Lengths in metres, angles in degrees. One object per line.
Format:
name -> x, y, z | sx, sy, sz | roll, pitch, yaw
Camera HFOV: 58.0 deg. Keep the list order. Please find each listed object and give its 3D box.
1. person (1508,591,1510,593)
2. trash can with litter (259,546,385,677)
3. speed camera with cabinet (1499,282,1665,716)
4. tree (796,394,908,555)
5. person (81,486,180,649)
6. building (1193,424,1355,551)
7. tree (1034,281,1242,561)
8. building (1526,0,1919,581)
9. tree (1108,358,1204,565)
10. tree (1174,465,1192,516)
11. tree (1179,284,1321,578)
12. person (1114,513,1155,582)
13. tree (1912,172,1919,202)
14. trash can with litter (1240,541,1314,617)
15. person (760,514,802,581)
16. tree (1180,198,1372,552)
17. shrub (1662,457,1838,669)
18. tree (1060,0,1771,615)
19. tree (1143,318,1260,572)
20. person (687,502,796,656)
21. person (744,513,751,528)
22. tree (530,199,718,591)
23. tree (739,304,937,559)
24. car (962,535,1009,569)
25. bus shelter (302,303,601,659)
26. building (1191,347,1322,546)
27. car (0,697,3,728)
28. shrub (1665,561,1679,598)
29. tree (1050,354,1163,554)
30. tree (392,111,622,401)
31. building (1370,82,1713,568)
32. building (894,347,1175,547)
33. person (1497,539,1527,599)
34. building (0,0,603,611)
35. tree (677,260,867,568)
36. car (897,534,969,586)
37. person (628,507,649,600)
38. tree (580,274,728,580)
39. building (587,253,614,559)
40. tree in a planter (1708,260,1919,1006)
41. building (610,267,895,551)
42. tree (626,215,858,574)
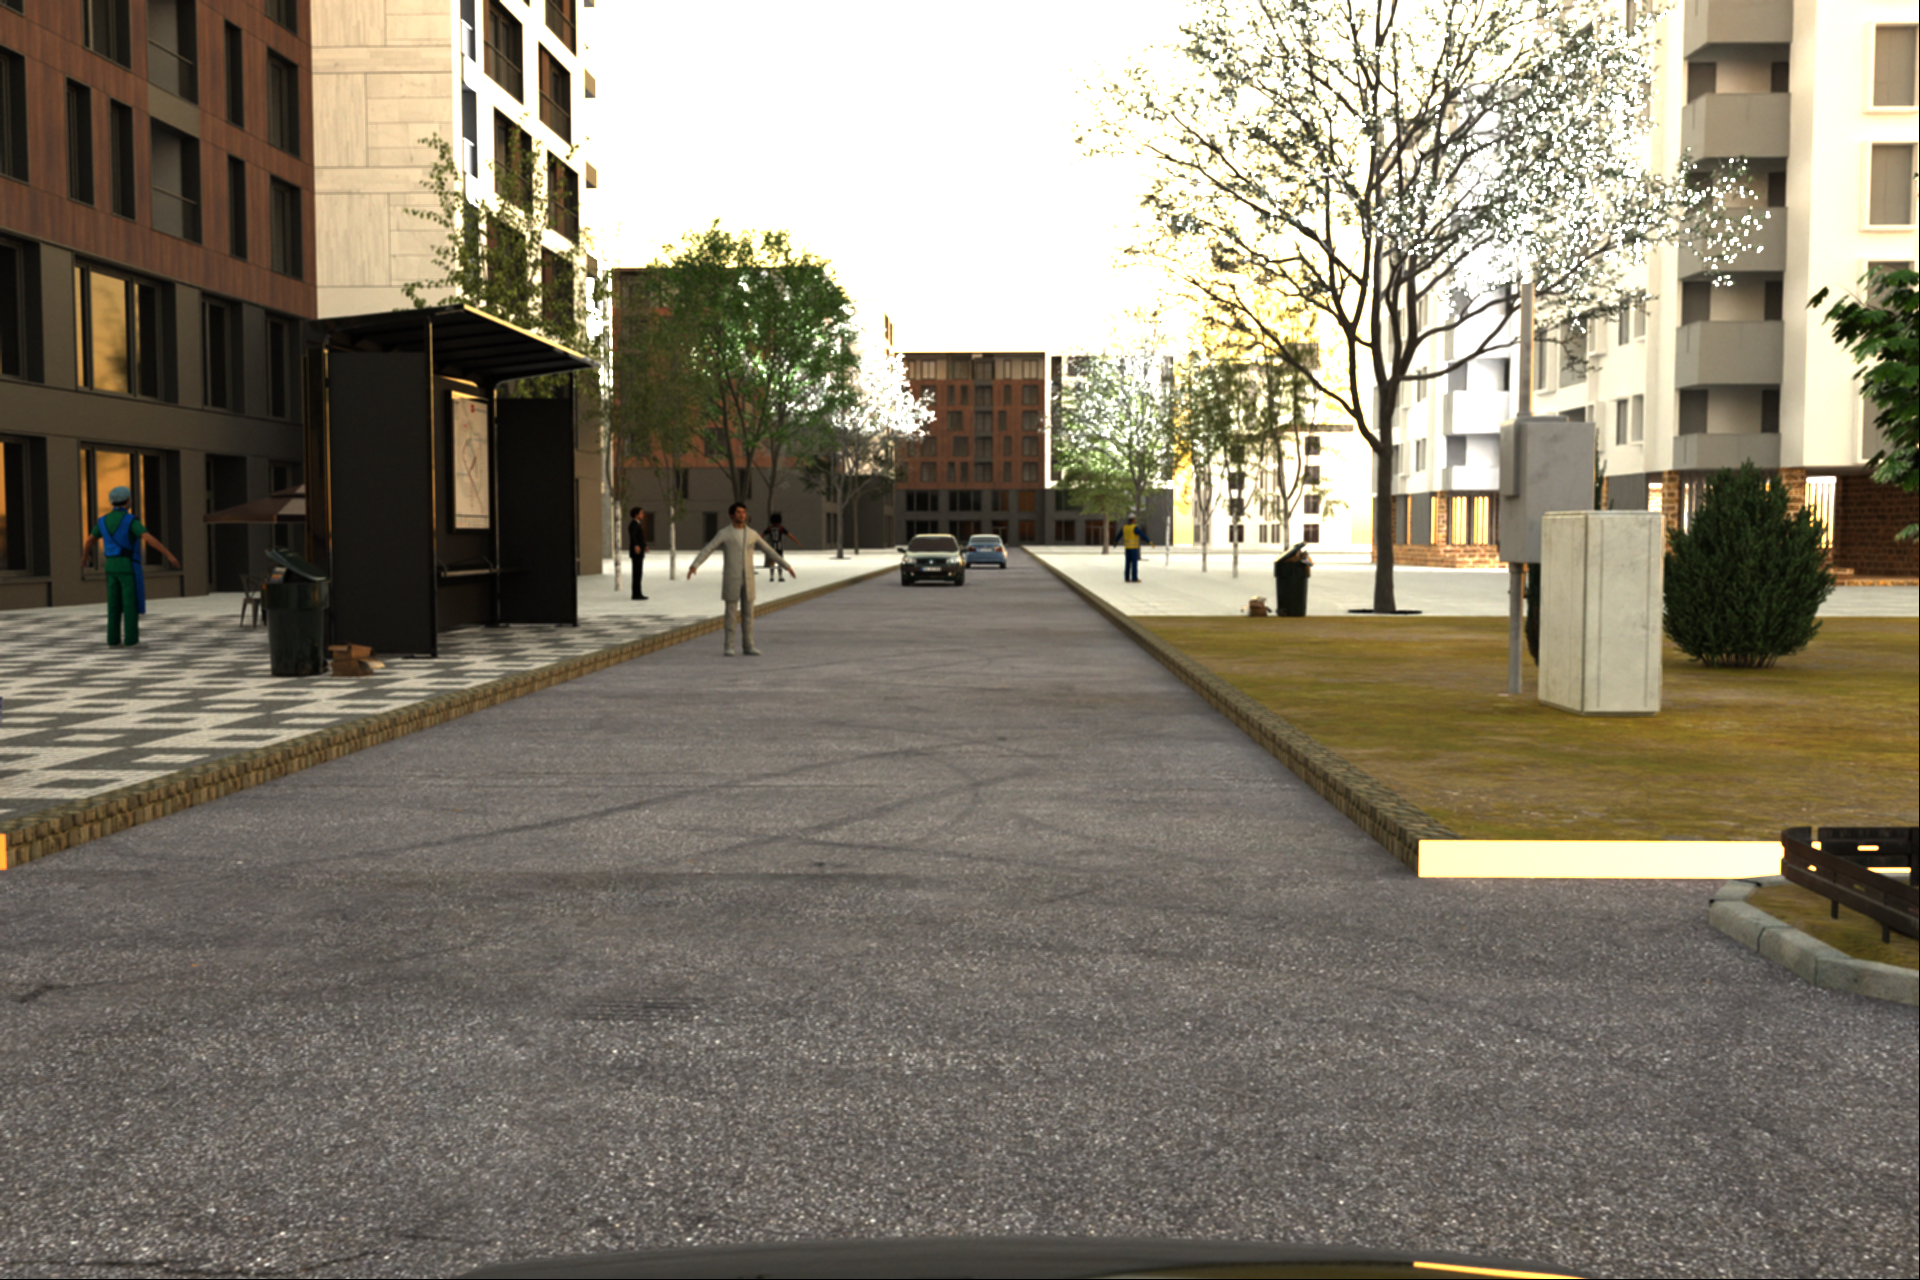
person -> 12.007, -1.929, 37.301 | 0.705, 1.858, 1.354 | 2, 4, 34
trash can with litter -> -5.789, -0.267, 15.760 | 1.055, 1.170, 0.624 | 0, 4, 3
speed camera with cabinet -> 4.653, -1.145, 13.053 | 0.660, 3.252, 2.038 | 0, 4, 0
tree -> -6.739, -10.582, 107.421 | 7.601, 10.594, 8.767 | -2, 4, -32
person -> -9.379, -0.815, 19.460 | 1.347, 1.817, 0.704 | 1, 4, 18
building -> 25.703, -12.470, 146.024 | 9.099, 9.664, 28.070 | 0, 4, 1
tree -> 8.705, -10.617, 83.954 | 12.009, 13.543, 11.850 | 0, 3, 0
building -> 23.662, -12.147, 55.023 | 16.016, 20.090, 11.380 | 0, 4, 1
tree -> 8.717, -7.411, 71.531 | 4.360, 8.622, 3.978 | 0, 3, 0
tree -> 27.991, -16.119, 197.965 | 7.601, 10.594, 8.767 | 0, 4, 1
tree -> 8.071, -6.152, 50.952 | 4.360, 8.622, 3.978 | 0, 3, 0
person -> 4.586, -2.455, 46.104 | 1.349, 1.833, 0.705 | 3, 5, 44
tree -> 18.660, -5.521, 24.673 | 8.767, 10.594, 7.601 | 1, 4, 11
trash can with litter -> 4.924, -0.949, 26.909 | 1.055, 1.170, 0.624 | 0, 4, 1
person -> -4.977, -2.498, 46.987 | 1.345, 1.843, 0.704 | 0, 4, 6
tree -> 7.250, -5.335, 37.584 | 4.360, 8.622, 3.978 | 0, 3, 0
shrub -> 7.521, -0.751, 16.704 | 1.690, 2.028, 1.600 | 0, 3, 0
tree -> 6.757, -7.170, 27.592 | 12.009, 13.543, 11.850 | 0, 3, 0
tree -> 8.366, -6.632, 58.793 | 4.360, 8.622, 3.978 | 0, 3, 0
person -> -2.606, -0.725, 20.501 | 1.347, 1.806, 0.705 | -2, 4, -28
person -> -5.305, -2.267, 43.201 | 0.705, 1.813, 1.348 | 0, 4, -4
tree -> -7.985, -5.423, 39.025 | 4.360, 8.622, 3.978 | 0, 3, 0
tree -> -6.113, -10.942, 89.267 | 12.009, 13.543, 11.850 | 0, 3, 0
car -> 1.060, -3.722, 72.863 | 2.014, 1.417, 4.499 | 0, 4, 1
bus shelter -> -5.846, -1.806, 20.806 | 1.731, 3.624, 6.357 | 0, 4, 1
building -> 29.634, -19.977, 183.049 | 16.016, 20.090, 11.380 | 0, 4, 1
car -> -5.795, 0.331, 7.169 | 1.945, 1.354, 3.894 | 0, 4, 2
shrub -> 11.416, -0.968, 26.936 | 1.383, 1.207, 1.383 | 0, 3, 0
tree -> 9.305, -11.697, 109.375 | 7.486, 12.596, 7.792 | 0, 3, 0
tree -> -8.220, -4.936, 31.074 | 4.737, 8.622, 4.395 | 0, 3, 0
building -> 23.580, -13.452, 76.367 | 16.016, 20.090, 11.380 | 0, 4, 1
building -> 7.675, -21.801, 202.871 | 32.646, 21.610, 27.936 | 0, 4, 2
person -> 11.191, -1.732, 34.597 | 0.705, 1.796, 1.348 | -2, 4, -29
building -> -26.061, -11.967, 39.639 | 27.936, 21.610, 32.646 | 0, 4, 2
tree -> -7.098, -8.542, 65.424 | 9.928, 11.665, 9.643 | 0, 3, 0
car -> -0.740, -2.406, 49.131 | 2.009, 1.686, 4.222 | 0, 4, 1
person -> -6.291, -1.696, 33.913 | 0.705, 1.806, 1.347 | 0, 4, -3
tree -> -7.889, -6.010, 48.627 | 4.360, 8.622, 3.978 | 0, 3, 0
building -> -26.687, -12.733, 74.637 | 16.747, 18.905, 31.486 | 0, 4, 1
tree in a planter -> 3.727, -0.527, 5.843 | 1.991, 3.239, 1.994 | 0, 4, 2
building -> -20.598, -18.664, 149.128 | 27.936, 21.610, 32.646 | 0, 4, 2
tree -> -7.057, -7.947, 55.691 | 9.928, 11.665, 9.643 | 0, 3, 0
